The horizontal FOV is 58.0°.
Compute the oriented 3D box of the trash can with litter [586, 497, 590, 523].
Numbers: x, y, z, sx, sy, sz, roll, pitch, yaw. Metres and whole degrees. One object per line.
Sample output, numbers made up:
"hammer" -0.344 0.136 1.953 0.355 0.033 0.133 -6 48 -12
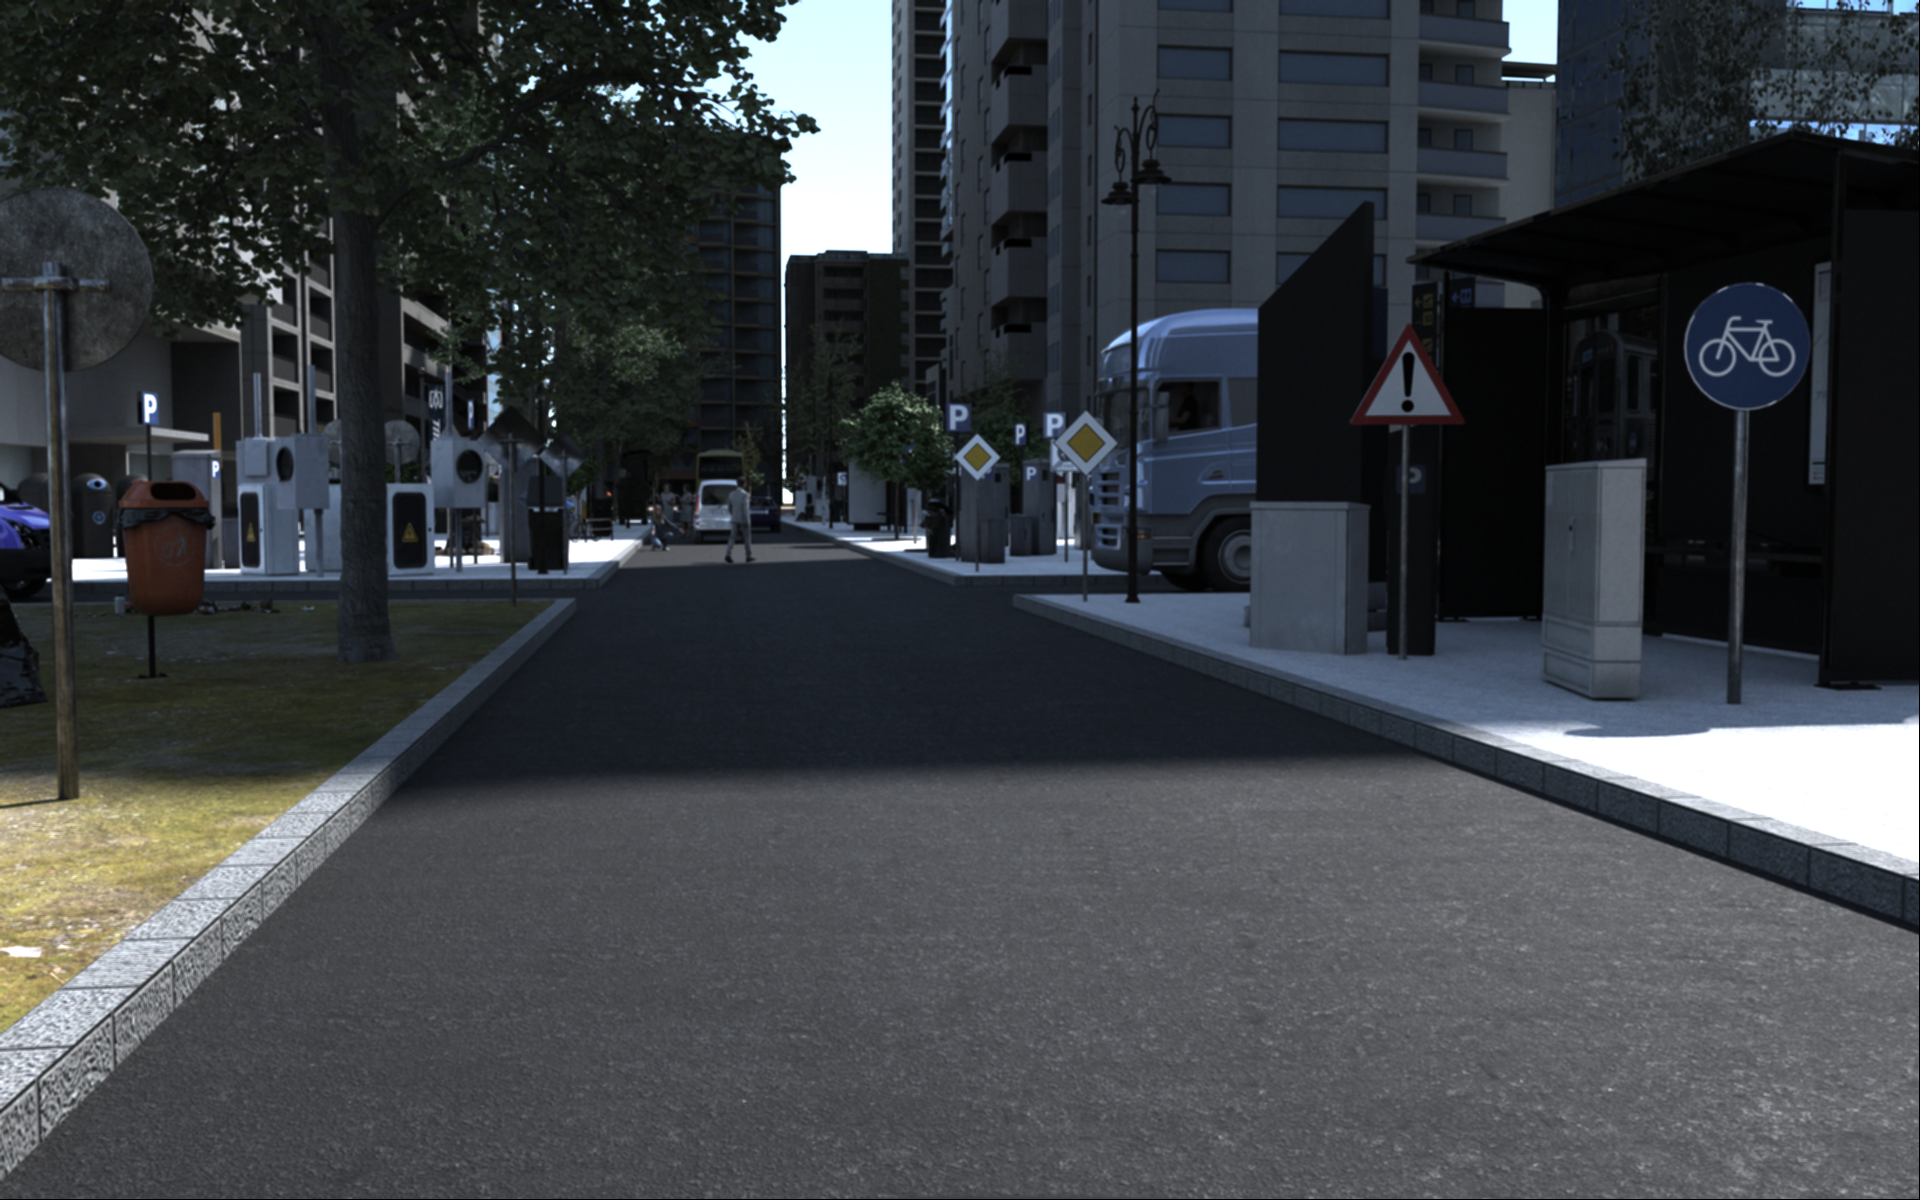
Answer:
"trash can with litter" -16.408 -3.931 75.662 0.624 1.170 1.055 0 4 5

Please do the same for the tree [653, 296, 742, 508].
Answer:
"tree" -26.614 -18.413 156.937 12.611 20.169 13.585 0 3 0

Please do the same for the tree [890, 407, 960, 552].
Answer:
"tree" -0.801 -2.693 38.636 1.663 3.219 1.824 0 3 0

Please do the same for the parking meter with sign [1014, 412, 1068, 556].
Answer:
"parking meter with sign" 1.621 -2.448 36.283 0.543 3.016 1.738 2 4 30

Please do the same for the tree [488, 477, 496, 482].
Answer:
"tree" -20.684 -4.859 74.042 1.663 3.219 1.824 0 3 0

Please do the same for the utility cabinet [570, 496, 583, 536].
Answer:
"utility cabinet" -12.096 -2.567 53.140 1.020 1.237 0.306 -3 4 -38

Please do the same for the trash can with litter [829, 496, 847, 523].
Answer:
"trash can with litter" -5.385 -4.086 78.195 1.055 1.170 0.624 1 4 15

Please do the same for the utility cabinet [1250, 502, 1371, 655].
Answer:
"utility cabinet" 2.860 -0.186 14.208 0.306 1.237 1.020 -3 5 -40

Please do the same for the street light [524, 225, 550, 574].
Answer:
"street light" -6.705 -3.356 27.663 0.468 5.910 1.993 -1 4 -9

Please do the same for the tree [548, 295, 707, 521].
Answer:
"tree" -15.902 -8.949 80.723 7.601 10.594 8.767 1 4 17

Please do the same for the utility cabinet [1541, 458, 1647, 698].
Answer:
"utility cabinet" 4.085 -0.157 11.245 0.318 1.500 1.173 0 4 4

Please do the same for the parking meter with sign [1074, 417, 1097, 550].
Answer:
"parking meter with sign" 2.953 -2.671 39.940 0.543 3.016 1.738 0 4 -8

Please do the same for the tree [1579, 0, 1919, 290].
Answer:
"tree" 8.818 -4.215 19.284 4.360 8.622 3.978 0 3 0

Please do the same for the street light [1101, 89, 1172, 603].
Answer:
"street light" 2.043 -2.907 20.324 0.468 5.910 1.993 -1 4 -9

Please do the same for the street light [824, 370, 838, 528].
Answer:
"street light" -4.819 -5.614 64.572 0.468 5.910 1.993 -1 4 -9

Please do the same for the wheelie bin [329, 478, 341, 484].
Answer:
"wheelie bin" -12.463 -1.650 34.884 0.980 1.594 0.693 -3 4 -38

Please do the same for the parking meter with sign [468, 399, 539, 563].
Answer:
"parking meter with sign" -8.230 -2.207 32.352 1.738 3.016 0.543 -2 4 -27

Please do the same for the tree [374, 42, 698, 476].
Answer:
"tree" -9.859 -7.013 40.419 9.928 11.665 9.643 0 3 0

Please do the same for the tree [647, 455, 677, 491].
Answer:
"tree" -28.757 -13.326 168.237 4.360 8.622 3.978 0 3 0

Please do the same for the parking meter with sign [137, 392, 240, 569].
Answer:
"parking meter with sign" -13.139 -2.053 29.825 1.738 3.016 0.543 0 4 2

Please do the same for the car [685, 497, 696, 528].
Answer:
"car" -10.979 -3.785 74.468 1.945 1.354 3.894 -1 4 -10

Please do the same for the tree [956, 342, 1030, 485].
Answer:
"tree" 1.566 -8.121 83.139 4.737 8.622 4.395 0 3 0

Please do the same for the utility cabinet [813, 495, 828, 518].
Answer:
"utility cabinet" -7.706 -5.087 94.338 1.020 1.237 0.306 1 4 12

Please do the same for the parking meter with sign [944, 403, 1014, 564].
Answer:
"parking meter with sign" 0.319 -2.222 32.591 0.543 3.016 1.738 -2 4 -26

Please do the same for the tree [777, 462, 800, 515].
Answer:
"tree" -10.059 -6.773 105.341 1.663 3.219 1.824 0 3 0

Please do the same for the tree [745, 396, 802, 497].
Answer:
"tree" -14.162 -10.965 129.641 4.360 8.622 3.978 0 3 0

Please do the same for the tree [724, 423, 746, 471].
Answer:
"tree" -20.797 -13.422 169.817 4.737 8.622 4.395 0 3 0

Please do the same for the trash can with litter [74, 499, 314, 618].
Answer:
"trash can with litter" -8.216 -0.470 18.745 2.233 1.210 1.678 0 4 -6

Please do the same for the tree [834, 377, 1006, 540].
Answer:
"tree" -1.694 -3.960 48.464 4.285 4.588 4.351 0 3 0

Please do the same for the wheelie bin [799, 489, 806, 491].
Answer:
"wheelie bin" -8.900 -5.611 99.654 0.980 1.594 0.693 1 4 15

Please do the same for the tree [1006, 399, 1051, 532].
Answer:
"tree" 1.643 -4.650 59.737 4.285 4.588 4.351 0 3 0

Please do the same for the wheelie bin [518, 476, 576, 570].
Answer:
"wheelie bin" -7.003 -1.316 29.424 0.980 1.594 0.693 0 4 -2

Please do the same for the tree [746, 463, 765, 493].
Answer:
"tree" -21.536 -11.704 175.070 4.285 4.588 4.351 0 3 0

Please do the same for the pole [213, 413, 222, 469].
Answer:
"pole" -18.594 -3.032 43.419 0.158 3.312 0.155 0 3 0

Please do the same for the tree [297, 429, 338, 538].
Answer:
"tree" -19.582 -3.470 51.334 1.663 3.219 1.824 0 3 0

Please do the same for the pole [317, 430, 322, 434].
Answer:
"pole" -20.295 -3.744 55.055 0.158 3.312 0.155 0 3 0

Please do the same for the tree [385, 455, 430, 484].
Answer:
"tree" -16.882 -3.556 52.742 1.663 3.219 1.824 0 3 0

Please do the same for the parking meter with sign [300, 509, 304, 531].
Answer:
"parking meter with sign" -23.285 -3.892 59.894 0.543 3.016 1.738 3 5 42

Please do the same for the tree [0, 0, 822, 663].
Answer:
"tree" -5.047 -5.808 13.082 7.486 12.596 7.792 0 3 0

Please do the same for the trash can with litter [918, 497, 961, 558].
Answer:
"trash can with litter" -0.307 -1.443 34.983 0.624 1.170 1.055 3 4 38

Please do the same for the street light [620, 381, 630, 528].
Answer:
"street light" -12.522 -5.650 65.167 0.468 5.910 1.993 -1 4 -9

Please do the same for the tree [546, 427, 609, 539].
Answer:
"tree" -11.170 -3.390 50.033 1.663 3.219 1.824 0 3 0

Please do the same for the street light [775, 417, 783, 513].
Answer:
"street light" -10.676 -7.933 102.494 0.468 5.910 1.993 -1 4 -9

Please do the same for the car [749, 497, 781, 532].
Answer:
"car" -7.762 -3.261 65.903 1.945 1.354 3.894 -1 4 -10

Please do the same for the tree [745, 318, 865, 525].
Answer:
"tree" -5.834 -7.449 72.149 4.737 8.622 4.395 0 3 0

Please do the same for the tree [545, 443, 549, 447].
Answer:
"tree" -23.827 -6.874 96.108 4.285 4.588 4.351 0 3 0
